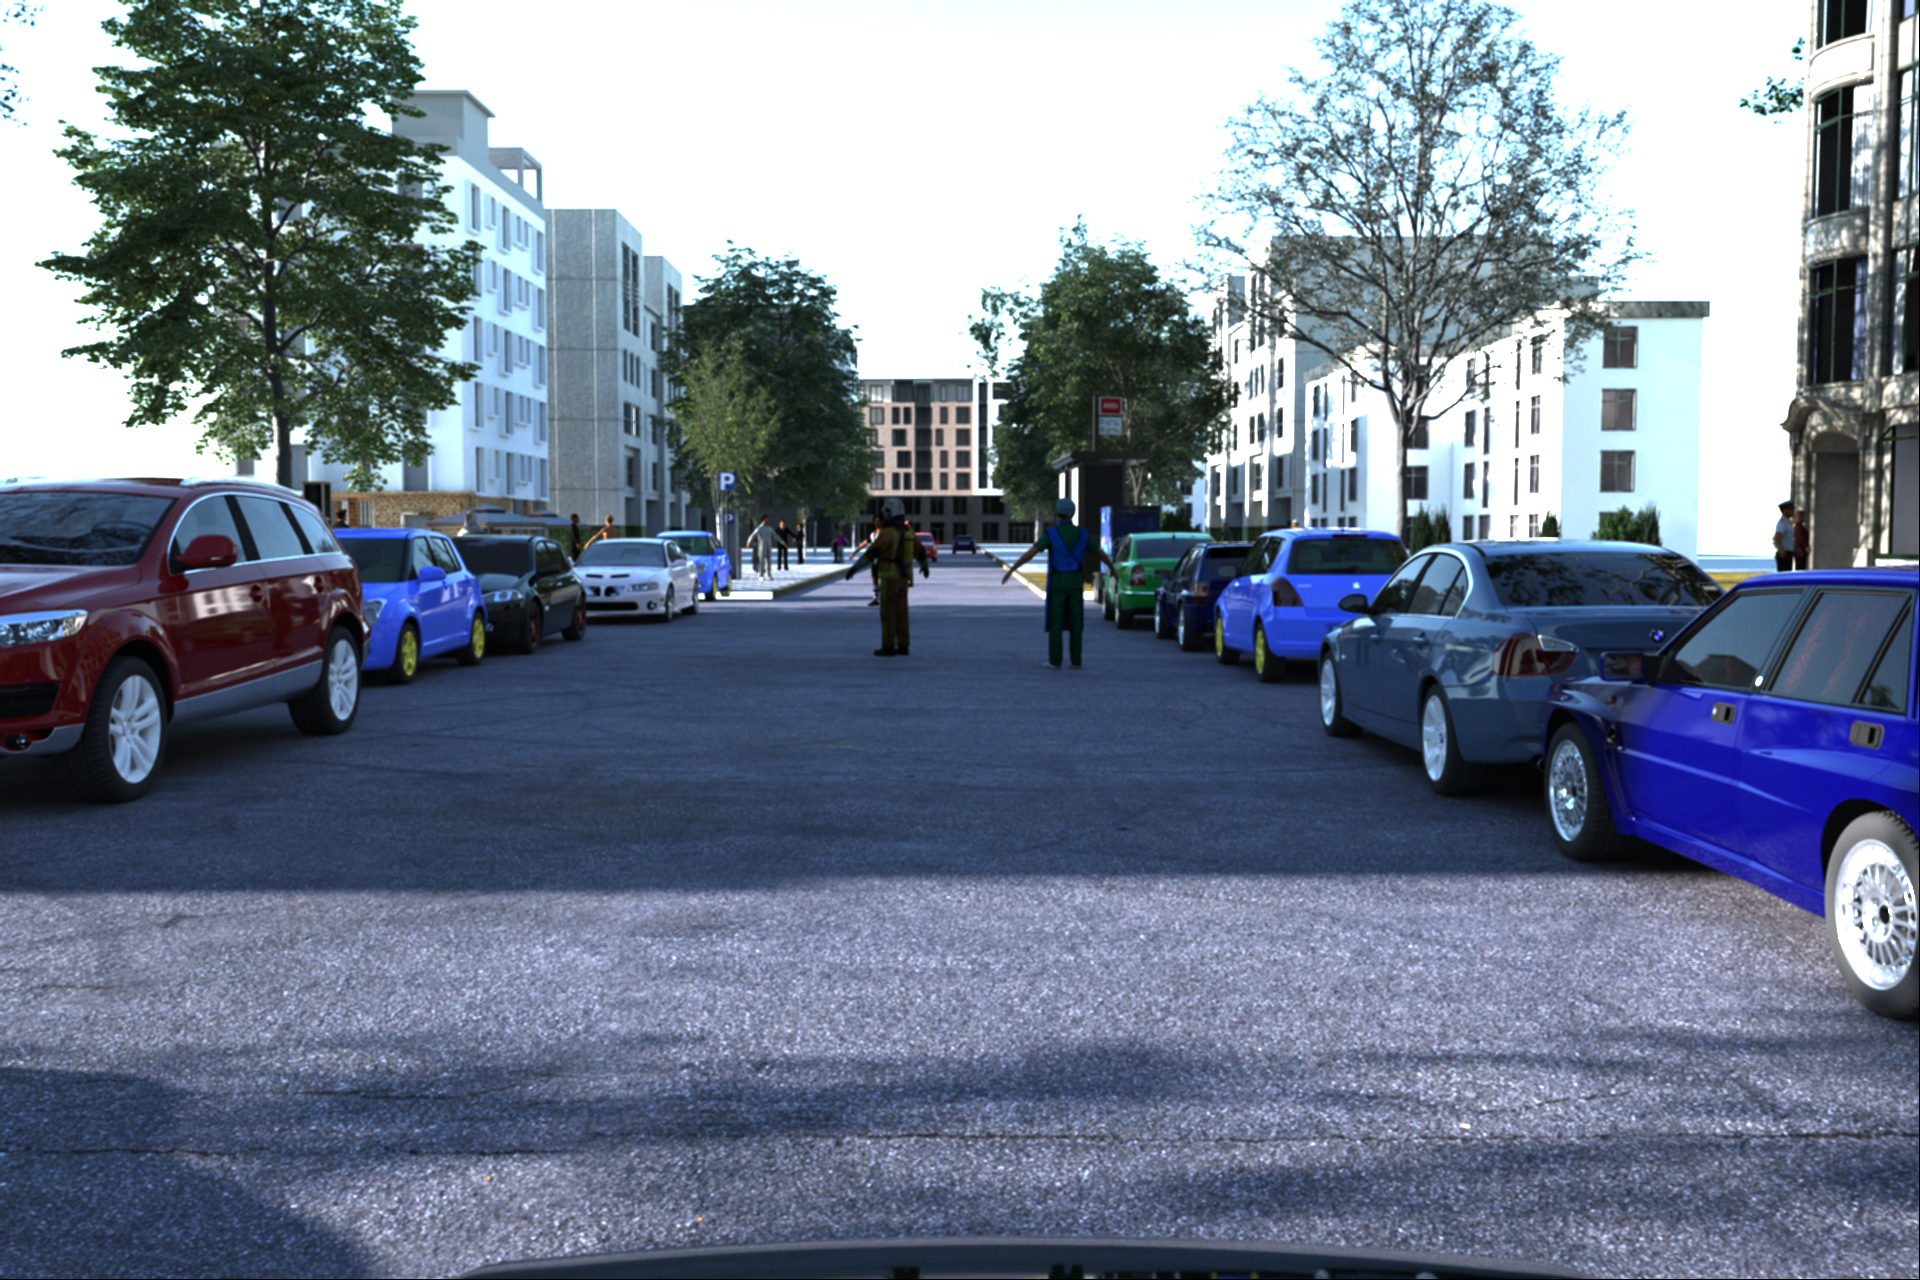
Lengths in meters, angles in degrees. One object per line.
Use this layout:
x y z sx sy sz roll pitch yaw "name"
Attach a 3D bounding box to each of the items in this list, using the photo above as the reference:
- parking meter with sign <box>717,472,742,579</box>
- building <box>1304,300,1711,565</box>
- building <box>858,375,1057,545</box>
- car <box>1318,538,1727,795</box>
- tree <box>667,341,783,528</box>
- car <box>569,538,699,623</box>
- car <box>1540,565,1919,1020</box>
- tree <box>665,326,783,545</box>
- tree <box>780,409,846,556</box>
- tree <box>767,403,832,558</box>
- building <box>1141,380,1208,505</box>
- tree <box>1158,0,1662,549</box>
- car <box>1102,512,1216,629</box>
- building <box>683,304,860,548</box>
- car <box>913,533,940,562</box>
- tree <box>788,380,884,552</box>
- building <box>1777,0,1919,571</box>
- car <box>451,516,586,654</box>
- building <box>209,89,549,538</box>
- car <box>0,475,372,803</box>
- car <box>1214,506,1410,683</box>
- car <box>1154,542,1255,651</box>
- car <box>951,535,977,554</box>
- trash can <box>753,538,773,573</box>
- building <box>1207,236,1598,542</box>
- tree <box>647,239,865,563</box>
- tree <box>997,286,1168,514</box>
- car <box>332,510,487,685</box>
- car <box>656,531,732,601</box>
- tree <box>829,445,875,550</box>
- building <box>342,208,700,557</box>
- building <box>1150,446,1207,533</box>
-6.510 -3.241 49.249 0.543 3.016 1.738 0 4 -1 "parking meter with sign"
22.401 -8.212 76.411 9.099 9.664 28.070 0 4 0 "building"
0.616 -23.789 235.378 32.646 21.610 27.936 0 4 5 "building"
3.469 0.074 10.789 2.014 1.417 4.499 0 3 0 "car"
-9.101 -7.135 67.025 4.737 8.622 4.395 0 3 0 "tree"
-5.610 -1.050 29.530 2.083 1.381 4.827 0 3 0 "car"
3.547 0.374 6.461 1.945 1.354 3.894 0 4 -1 "car"
-8.608 -6.803 61.595 4.360 8.622 3.978 0 3 0 "tree"
-8.600 -9.271 101.943 4.737 8.622 4.395 0 3 0 "tree"
-8.219 -8.794 94.146 4.360 8.622 3.978 0 3 0 "tree"
24.168 -21.548 208.728 16.016 20.090 11.380 0 3 0 "building"
9.409 -7.713 36.471 12.009 13.543 11.850 0 3 0 "tree"
3.257 -1.142 27.463 1.959 1.807 4.718 0 4 0 "car"
-24.896 -19.973 170.538 27.936 21.610 32.646 0 4 1 "building"
-2.100 -4.985 90.549 2.155 1.783 4.494 0 4 0 "car"
-9.212 -12.624 124.528 7.486 12.596 7.792 0 3 0 "tree"
25.451 -12.596 22.591 14.369 24.946 33.146 0 4 0 "building"
-5.936 -0.742 21.919 2.009 1.686 4.222 0 3 0 "car"
-25.914 -13.379 75.173 16.016 20.090 11.380 0 4 0 "building"
-5.419 -0.137 10.916 2.281 1.827 5.304 0 3 0 "car"
3.697 -0.514 18.002 1.945 1.707 3.694 0 4 -1 "car"
3.551 -0.608 22.529 1.945 1.354 3.894 0 4 0 "car"
0.301 -6.923 125.772 1.945 1.354 3.894 0 4 0 "car"
-6.590 -2.813 57.639 0.748 1.137 0.748 0 3 0 "trash can"
26.676 -14.982 111.413 16.747 18.905 31.486 0 4 0 "building"
-8.806 -10.379 76.351 9.857 13.997 8.962 0 3 0 "tree"
6.444 -10.991 86.366 9.857 13.997 8.962 0 3 0 "tree"
-6.077 -0.490 17.609 1.945 1.707 3.694 0 3 0 "car"
-6.065 -1.746 38.138 1.945 1.707 3.694 0 3 0 "car"
-8.436 -11.507 138.499 4.360 8.622 3.978 0 3 0 "tree"
-27.148 -14.895 109.992 16.747 18.905 31.486 0 4 -1 "building"
24.214 -13.789 167.598 9.099 9.664 28.070 0 4 0 "building"
